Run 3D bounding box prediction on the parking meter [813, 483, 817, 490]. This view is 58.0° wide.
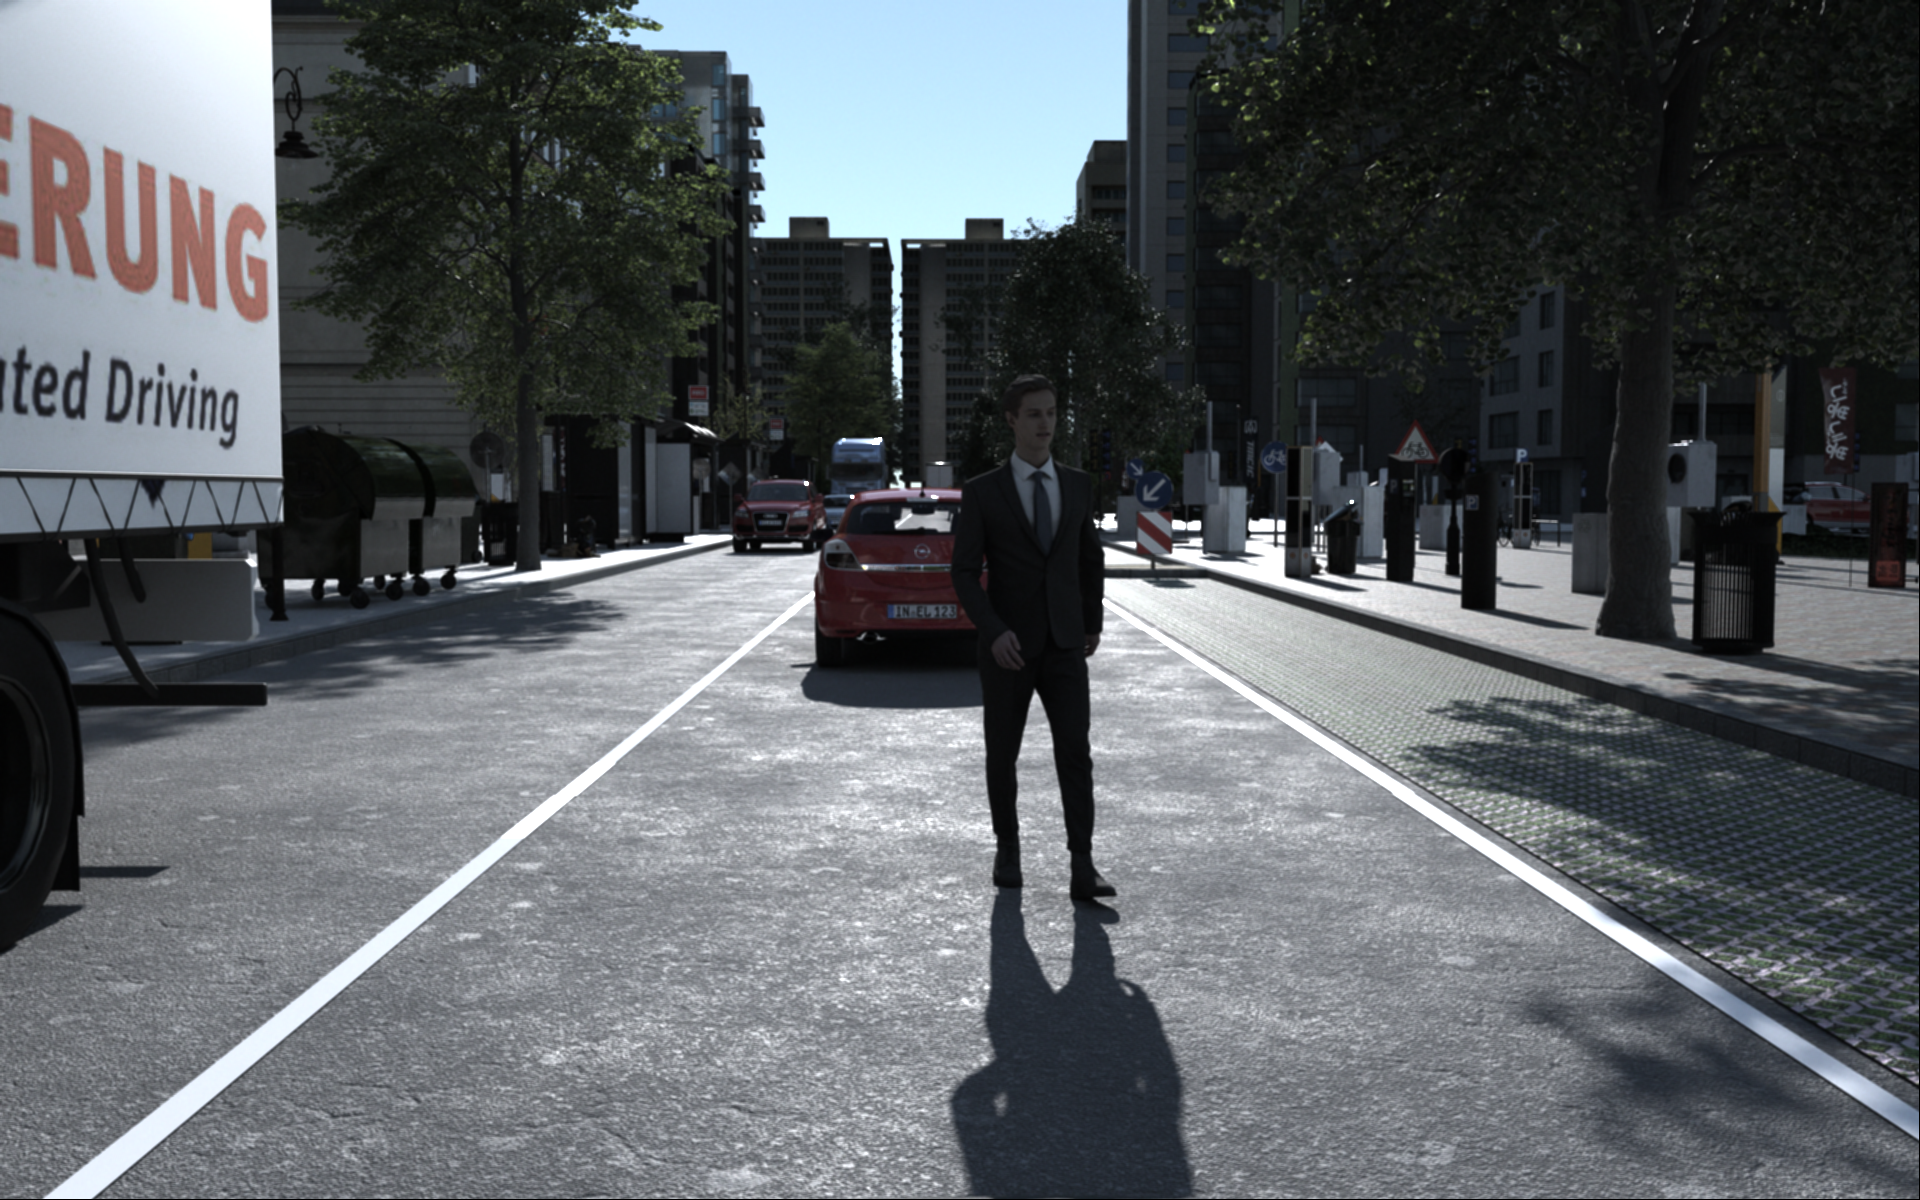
[{"bbox_3d":[-7.673,-5.206,90.834,0.255,1.863,0.399,1,4,19],"label":"parking meter"}]

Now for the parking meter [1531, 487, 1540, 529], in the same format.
[{"bbox_3d":[21.276,-3.406,64.100,0.372,1.533,0.369,0,3,0],"label":"parking meter"}]

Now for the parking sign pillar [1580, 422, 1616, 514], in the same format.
[{"bbox_3d":[22.893,-4.489,61.869,1.447,3.967,1.447,-1,4,-9],"label":"parking sign pillar"}]

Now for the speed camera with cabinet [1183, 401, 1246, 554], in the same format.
[{"bbox_3d":[5.555,-2.652,37.695,0.660,3.252,2.038,2,4,34],"label":"speed camera with cabinet"}]

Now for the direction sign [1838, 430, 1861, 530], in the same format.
[{"bbox_3d":[31.539,-4.262,61.684,0.876,3.537,0.379,1,4,13],"label":"direction sign"}]

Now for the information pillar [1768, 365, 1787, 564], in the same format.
[{"bbox_3d":[14.805,-2.455,31.501,0.504,3.616,0.183,-2,4,-29],"label":"information pillar"}]

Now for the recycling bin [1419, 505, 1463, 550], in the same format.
[{"bbox_3d":[11.138,-1.685,40.111,0.722,1.027,0.722,-2,4,-35],"label":"recycling bin"}]

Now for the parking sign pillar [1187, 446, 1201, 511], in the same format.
[{"bbox_3d":[12.458,-6.288,91.288,1.447,3.967,1.447,-1,4,-11],"label":"parking sign pillar"}]

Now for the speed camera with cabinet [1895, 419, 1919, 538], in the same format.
[{"bbox_3d":[21.928,-2.696,38.413,2.038,3.252,0.660,0,4,5],"label":"speed camera with cabinet"}]

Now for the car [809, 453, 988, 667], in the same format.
[{"bbox_3d":[-0.337,-0.416,15.842,2.155,1.783,4.494,0,4,-1],"label":"car"}]

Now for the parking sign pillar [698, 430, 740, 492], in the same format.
[{"bbox_3d":[-9.920,-5.156,72.771,1.447,3.967,1.447,-2,4,-35],"label":"parking sign pillar"}]

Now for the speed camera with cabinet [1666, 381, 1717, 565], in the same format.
[{"bbox_3d":[12.681,-2.241,30.971,0.660,3.252,2.038,-1,4,-8],"label":"speed camera with cabinet"}]

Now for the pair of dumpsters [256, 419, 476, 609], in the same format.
[{"bbox_3d":[-7.260,-1.146,21.228,1.574,2.255,4.437,0,4,-1],"label":"pair of dumpsters"}]

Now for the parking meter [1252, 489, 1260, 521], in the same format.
[{"bbox_3d":[14.092,-4.533,82.532,0.372,1.533,0.369,0,3,0],"label":"parking meter"}]

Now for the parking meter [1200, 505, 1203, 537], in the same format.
[{"bbox_3d":[7.341,-2.635,51.489,0.372,1.533,0.369,0,3,0],"label":"parking meter"}]

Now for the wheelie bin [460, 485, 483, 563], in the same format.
[{"bbox_3d":[-9.321,-1.489,32.255,0.980,1.594,0.693,2,4,28],"label":"wheelie bin"}]

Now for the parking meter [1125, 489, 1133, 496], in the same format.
[{"bbox_3d":[7.875,-4.423,80.725,0.372,1.533,0.369,0,3,0],"label":"parking meter"}]

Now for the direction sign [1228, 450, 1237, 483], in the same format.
[{"bbox_3d":[14.214,-6.003,90.149,0.876,3.537,0.379,-3,5,-43],"label":"direction sign"}]

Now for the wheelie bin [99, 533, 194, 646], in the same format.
[{"bbox_3d":[-7.027,-0.425,14.863,0.980,1.594,0.693,-1,4,-14],"label":"wheelie bin"}]

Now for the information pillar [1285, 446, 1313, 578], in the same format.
[{"bbox_3d":[5.220,-1.358,26.694,0.304,2.012,0.304,-3,5,-43],"label":"information pillar"}]

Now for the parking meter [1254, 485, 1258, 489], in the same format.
[{"bbox_3d":[18.736,-6.330,109.210,0.399,1.863,0.255,2,4,27],"label":"parking meter"}]

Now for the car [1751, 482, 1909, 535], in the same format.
[{"bbox_3d":[28.896,-2.993,57.611,5.304,1.827,2.281,0,4,-2],"label":"car"}]

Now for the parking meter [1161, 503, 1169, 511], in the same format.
[{"bbox_3d":[10.647,-4.983,89.884,0.372,1.533,0.369,0,3,0],"label":"parking meter"}]

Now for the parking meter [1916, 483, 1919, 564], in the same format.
[{"bbox_3d":[17.660,-1.415,31.553,0.372,1.533,0.369,0,3,0],"label":"parking meter"}]

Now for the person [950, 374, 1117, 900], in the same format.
[{"bbox_3d":[0.303,0.128,6.187,0.659,1.850,0.755,-1,4,-16],"label":"person"}]

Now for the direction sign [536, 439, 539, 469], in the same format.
[{"bbox_3d":[-17.644,-4.905,72.197,0.379,3.537,0.876,-1,4,-22],"label":"direction sign"}]

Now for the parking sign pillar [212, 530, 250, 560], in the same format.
[{"bbox_3d":[-14.544,-2.751,33.454,1.447,3.967,1.447,0,4,-1],"label":"parking sign pillar"}]

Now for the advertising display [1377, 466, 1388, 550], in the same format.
[{"bbox_3d":[9.951,-2.115,39.786,0.123,1.923,0.974,-2,4,-27],"label":"advertising display"}]

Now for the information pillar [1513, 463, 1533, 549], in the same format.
[{"bbox_3d":[13.173,-2.206,40.555,0.304,2.012,0.304,-1,4,-14],"label":"information pillar"}]

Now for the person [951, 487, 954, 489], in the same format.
[{"bbox_3d":[-0.416,-5.126,92.411,0.767,1.812,0.694,2,4,28],"label":"person"}]

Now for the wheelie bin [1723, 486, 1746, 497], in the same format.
[{"bbox_3d":[30.018,-3.620,67.097,0.693,1.594,0.980,-2,4,-33],"label":"wheelie bin"}]

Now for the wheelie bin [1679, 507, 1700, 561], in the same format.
[{"bbox_3d":[14.001,-1.571,33.586,0.693,1.594,0.980,2,4,34],"label":"wheelie bin"}]

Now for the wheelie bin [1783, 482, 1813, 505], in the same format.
[{"bbox_3d":[21.803,-2.293,45.393,0.980,1.594,0.693,2,4,26],"label":"wheelie bin"}]

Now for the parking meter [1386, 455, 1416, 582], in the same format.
[{"bbox_3d":[6.487,-1.209,25.474,0.255,1.863,0.399,-1,4,-20],"label":"parking meter"}]

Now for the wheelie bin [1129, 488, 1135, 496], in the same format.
[{"bbox_3d":[9.264,-5.167,92.388,0.980,1.594,0.693,2,4,34],"label":"wheelie bin"}]

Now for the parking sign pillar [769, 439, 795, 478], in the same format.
[{"bbox_3d":[-8.806,-5.952,85.793,1.447,3.967,1.447,2,4,34],"label":"parking sign pillar"}]

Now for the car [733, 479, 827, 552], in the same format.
[{"bbox_3d":[-4.569,-2.182,44.353,2.281,1.827,5.304,0,3,0],"label":"car"}]

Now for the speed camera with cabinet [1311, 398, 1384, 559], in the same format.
[{"bbox_3d":[7.774,-2.506,35.304,0.660,3.252,2.038,-2,4,-27],"label":"speed camera with cabinet"}]

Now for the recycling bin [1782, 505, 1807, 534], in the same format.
[{"bbox_3d":[19.398,-1.728,40.809,0.722,1.027,0.722,-1,4,-13],"label":"recycling bin"}]

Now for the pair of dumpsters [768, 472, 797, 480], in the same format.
[{"bbox_3d":[-7.820,-4.517,76.340,1.574,2.255,4.437,0,4,-1],"label":"pair of dumpsters"}]

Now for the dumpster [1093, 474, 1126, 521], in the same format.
[{"bbox_3d":[7.155,-4.959,83.578,1.502,2.255,1.985,0,4,-1],"label":"dumpster"}]

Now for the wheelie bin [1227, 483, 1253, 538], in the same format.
[{"bbox_3d":[8.134,-2.641,51.095,0.980,1.594,0.693,-1,4,-22],"label":"wheelie bin"}]

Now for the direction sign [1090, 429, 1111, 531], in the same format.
[{"bbox_3d":[4.879,-4.178,60.312,0.876,3.537,0.379,3,5,41],"label":"direction sign"}]

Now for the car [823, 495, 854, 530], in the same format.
[{"bbox_3d":[-4.264,-3.058,61.996,2.014,1.417,4.499,0,4,-2],"label":"car"}]

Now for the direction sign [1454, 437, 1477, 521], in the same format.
[{"bbox_3d":[19.943,-4.677,68.464,0.876,3.537,0.379,1,4,8],"label":"direction sign"}]

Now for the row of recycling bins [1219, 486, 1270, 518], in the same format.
[{"bbox_3d":[15.065,-5.285,93.524,3.534,1.692,1.069,-1,4,-22],"label":"row of recycling bins"}]

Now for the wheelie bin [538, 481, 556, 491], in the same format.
[{"bbox_3d":[-10.442,-2.170,43.385,0.693,1.594,0.980,0,4,1],"label":"wheelie bin"}]

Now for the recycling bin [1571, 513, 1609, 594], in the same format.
[{"bbox_3d":[8.443,-0.609,22.516,0.722,1.027,0.722,3,5,44],"label":"recycling bin"}]

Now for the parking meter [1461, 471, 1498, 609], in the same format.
[{"bbox_3d":[5.817,-0.672,19.393,0.372,1.533,0.369,0,3,0],"label":"parking meter"}]

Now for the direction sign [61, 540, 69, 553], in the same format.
[{"bbox_3d":[-9.674,-1.630,18.655,0.876,3.537,0.379,-1,4,-11],"label":"direction sign"}]

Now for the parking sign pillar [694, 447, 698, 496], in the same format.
[{"bbox_3d":[-14.477,-6.747,98.782,1.447,3.967,1.447,0,4,-7],"label":"parking sign pillar"}]
